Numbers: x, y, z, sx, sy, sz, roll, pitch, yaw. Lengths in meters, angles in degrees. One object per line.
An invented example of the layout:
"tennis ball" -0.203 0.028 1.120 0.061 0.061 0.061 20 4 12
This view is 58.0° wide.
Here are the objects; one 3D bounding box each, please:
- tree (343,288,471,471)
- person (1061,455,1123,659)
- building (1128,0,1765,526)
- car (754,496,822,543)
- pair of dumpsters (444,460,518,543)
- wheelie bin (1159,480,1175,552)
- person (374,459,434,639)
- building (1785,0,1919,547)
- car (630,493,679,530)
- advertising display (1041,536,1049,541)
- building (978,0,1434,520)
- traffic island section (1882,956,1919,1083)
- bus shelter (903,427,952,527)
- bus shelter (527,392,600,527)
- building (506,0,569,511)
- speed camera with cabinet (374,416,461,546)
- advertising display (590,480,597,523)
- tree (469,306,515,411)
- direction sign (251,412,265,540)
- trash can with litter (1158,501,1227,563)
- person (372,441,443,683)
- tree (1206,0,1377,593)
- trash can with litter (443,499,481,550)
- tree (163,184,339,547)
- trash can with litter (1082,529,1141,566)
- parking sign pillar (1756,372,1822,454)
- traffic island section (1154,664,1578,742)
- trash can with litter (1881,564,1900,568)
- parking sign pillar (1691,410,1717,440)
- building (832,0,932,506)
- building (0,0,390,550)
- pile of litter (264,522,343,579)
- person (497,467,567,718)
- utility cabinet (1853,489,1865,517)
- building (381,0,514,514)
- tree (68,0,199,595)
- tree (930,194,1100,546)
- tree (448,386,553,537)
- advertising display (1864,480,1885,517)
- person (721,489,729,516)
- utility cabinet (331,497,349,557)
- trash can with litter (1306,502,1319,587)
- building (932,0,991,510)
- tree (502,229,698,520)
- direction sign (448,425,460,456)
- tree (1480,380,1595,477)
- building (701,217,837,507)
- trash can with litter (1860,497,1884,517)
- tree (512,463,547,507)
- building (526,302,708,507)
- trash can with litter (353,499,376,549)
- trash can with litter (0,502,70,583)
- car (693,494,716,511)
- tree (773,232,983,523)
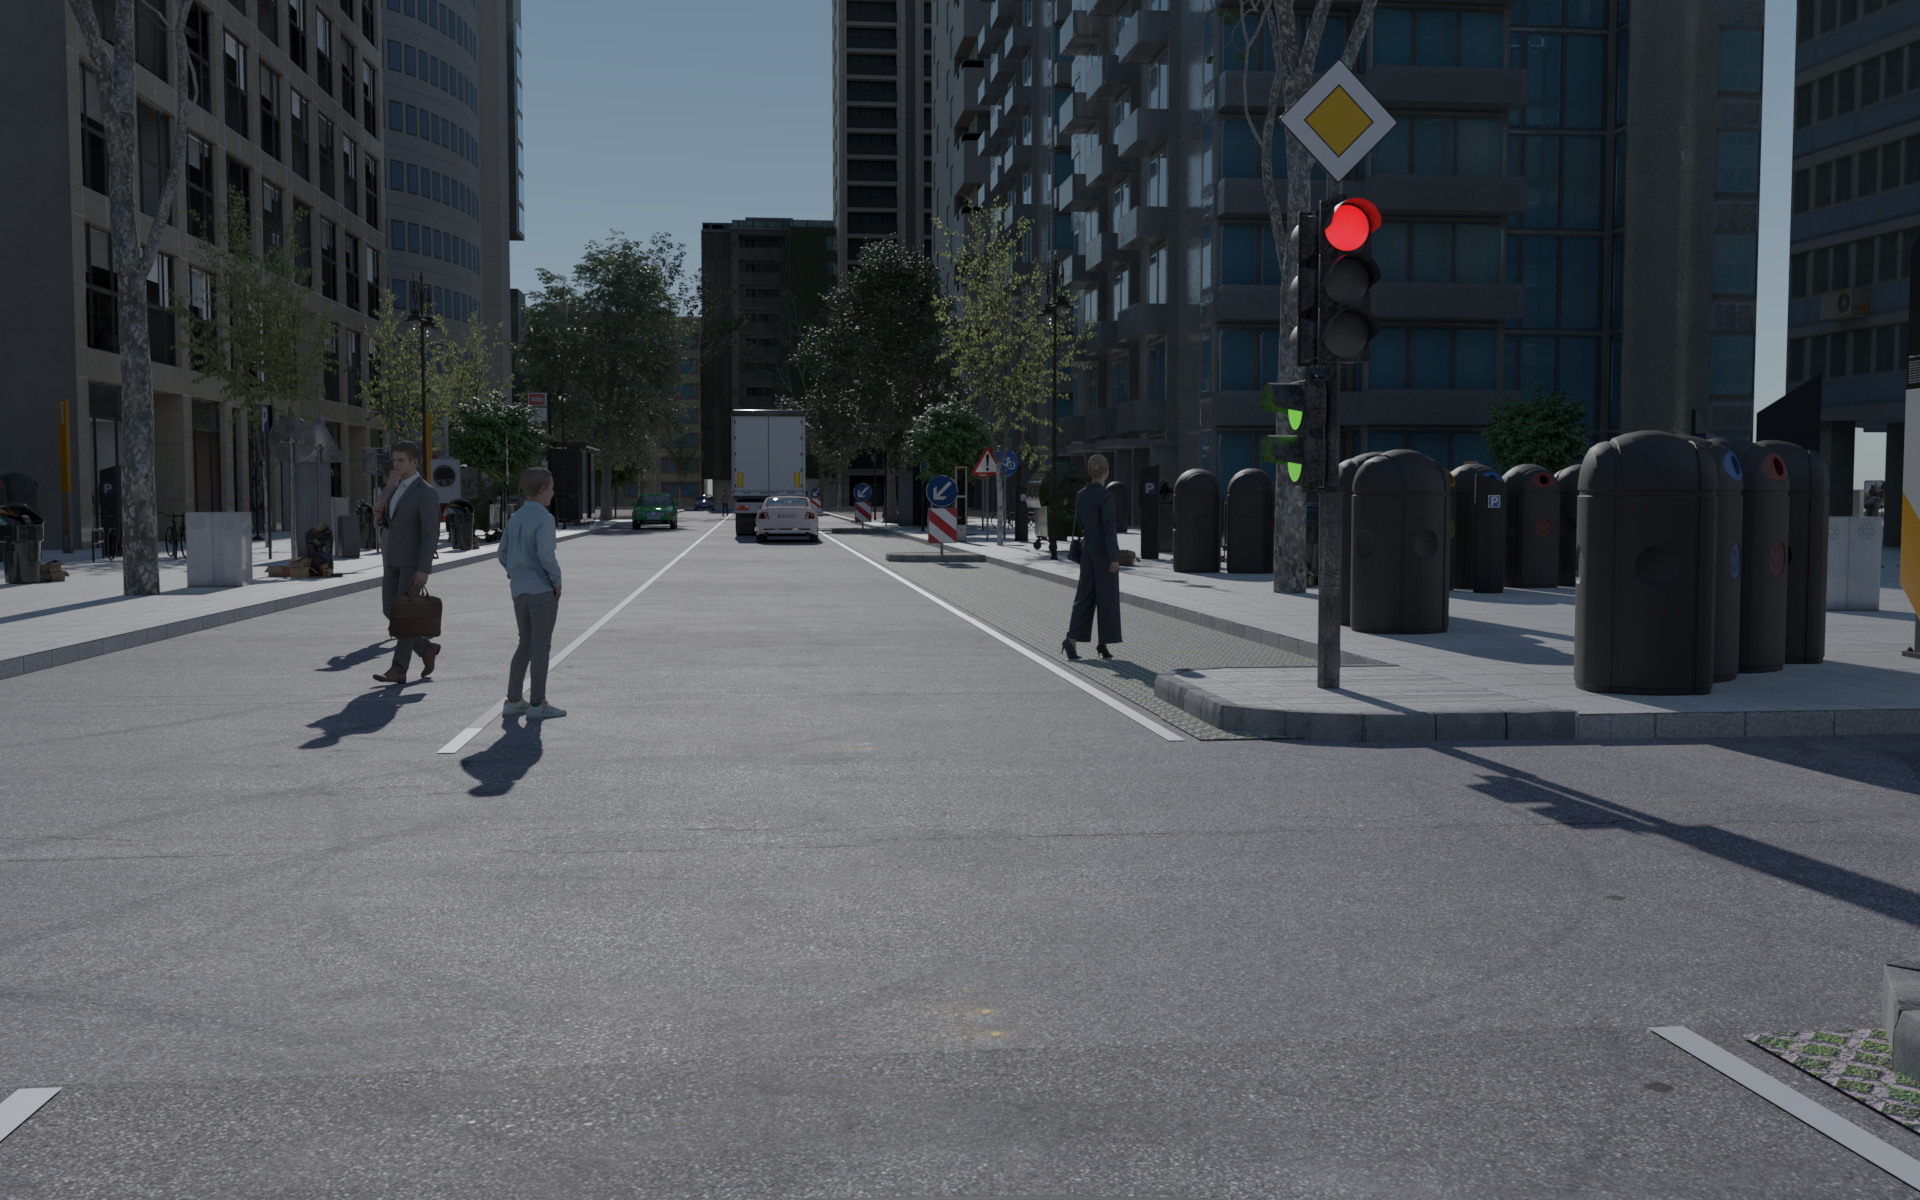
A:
"tree" -19.755 -6.808 61.681 4.360 8.622 3.978 0 3 0
"person" 1.176 -0.371 14.981 0.576 1.772 0.534 2 4 33
"building" 16.440 -27.609 71.014 23.786 49.044 30.456 0 4 -7
"car" -5.221 -2.454 52.491 2.083 1.381 4.827 0 4 -5
"pair of dumpsters" -13.152 -2.745 47.380 1.574 2.255 4.437 0 4 -7
"wheelie bin" 4.537 -1.859 38.300 0.693 1.594 0.980 1 4 16
"person" -5.533 -0.510 17.185 0.599 1.781 0.374 3 5 42
"building" 32.596 -20.821 32.304 23.993 40.220 32.217 0 4 -7
"car" -12.589 -3.835 71.498 1.959 1.807 4.718 -1 4 -8
"advertising display" 2.358 -2.582 47.429 0.123 1.923 0.974 -1 4 -12
"building" 13.202 -30.144 112.459 23.786 49.044 30.456 0 4 -7
"traffic island section" 3.401 1.146 3.547 2.009 0.180 2.903 0 4 -7
"bus shelter" -0.975 -4.430 63.716 1.731 3.624 6.357 0 4 -7
"bus shelter" -16.252 -5.713 71.039 2.179 5.291 8.768 0 4 -7
"building" -47.465 -50.422 137.067 31.000 86.520 22.319 0 4 -7
"speed camera with cabinet" -13.600 -3.001 43.404 2.038 3.252 0.660 -1 4 -10
"advertising display" -16.785 -4.460 78.129 0.974 1.923 0.123 2 4 34
"tree" -19.603 -7.212 68.273 4.360 8.622 3.978 0 3 0
"direction sign" -19.492 -3.424 47.975 0.379 3.537 0.876 -1 4 -11
"trash can with litter" 4.903 -1.346 33.066 2.233 1.210 1.678 0 4 4
"person" -4.175 -0.289 13.189 0.622 1.834 0.822 2 4 28
"tree" 5.777 -10.156 21.943 12.611 20.169 13.585 0 3 0
"trash can with litter" -11.472 -1.750 39.995 0.624 1.170 1.055 0 4 2
"tree" -16.652 -5.565 41.352 4.737 8.622 4.395 0 3 0
"trash can with litter" 2.718 -1.207 31.122 1.055 1.170 0.624 1 4 14
"parking sign pillar" 18.490 -3.073 38.720 1.447 3.967 1.447 2 4 25
"traffic island section" 2.463 0.661 11.477 2.009 0.180 2.903 0 4 -7
"trash can with litter" 15.476 -1.202 30.708 2.233 1.210 1.678 3 4 38
"parking sign pillar" 23.967 -4.115 55.744 1.447 3.967 1.447 -3 5 -44
"building" -3.189 -45.869 188.205 20.611 71.187 20.563 0 4 -7
"building" -31.623 -15.293 54.559 19.350 26.468 34.151 0 4 -7
"pile of litter" -10.198 -0.792 26.914 1.176 0.858 1.719 -1 4 -14
"person" -2.724 -0.050 11.134 0.330 1.601 0.589 -3 4 -38
"utility cabinet" 39.108 -4.126 76.136 0.318 1.500 1.173 -2 4 -25
"building" -37.736 -33.854 95.517 21.231 58.520 28.212 0 4 -7
"tree" -11.193 -10.049 20.198 12.611 20.169 13.585 0 3 0
"tree" 1.080 -5.648 42.700 4.360 8.622 3.978 0 3 0
"tree" -14.088 -4.221 52.735 4.285 4.588 4.351 0 3 0
"advertising display" 42.600 -4.619 80.736 0.123 1.923 0.974 -2 4 -27
"person" -15.268 -6.313 112.244 0.617 1.759 0.750 -1 4 -21
"utility cabinet" -12.854 -1.515 35.938 0.306 1.237 1.020 -2 4 -23
"trash can with litter" 4.894 -0.781 24.162 0.624 1.170 1.055 2 4 25
"building" 12.330 -33.823 142.241 28.713 52.752 27.495 0 4 -7
"tree" -17.452 -10.911 85.046 9.857 13.997 8.962 0 3 0
"direction sign" -16.600 -3.974 56.966 0.379 3.537 0.876 0 4 7
"tree" 16.724 -4.063 50.138 4.285 4.588 4.351 0 3 0
"building" -20.301 -25.204 183.786 14.107 30.474 14.160 0 4 -7
"trash can with litter" 39.196 -3.870 74.665 1.055 1.170 0.624 -1 4 -20
"tree" -14.785 -3.941 59.035 1.663 3.219 1.824 0 3 0
"building" -42.429 -20.982 188.091 28.899 21.520 27.650 0 4 -7
"trash can with litter" -13.535 -1.768 40.297 1.055 1.170 0.624 -2 4 -24
"trash can with litter" -13.458 -0.836 25.053 0.624 1.170 1.055 1 4 9
"car" -22.254 -8.491 150.827 2.014 1.417 4.499 0 4 -8
"tree" -3.098 -9.733 76.138 9.611 12.733 9.660 0 3 0
